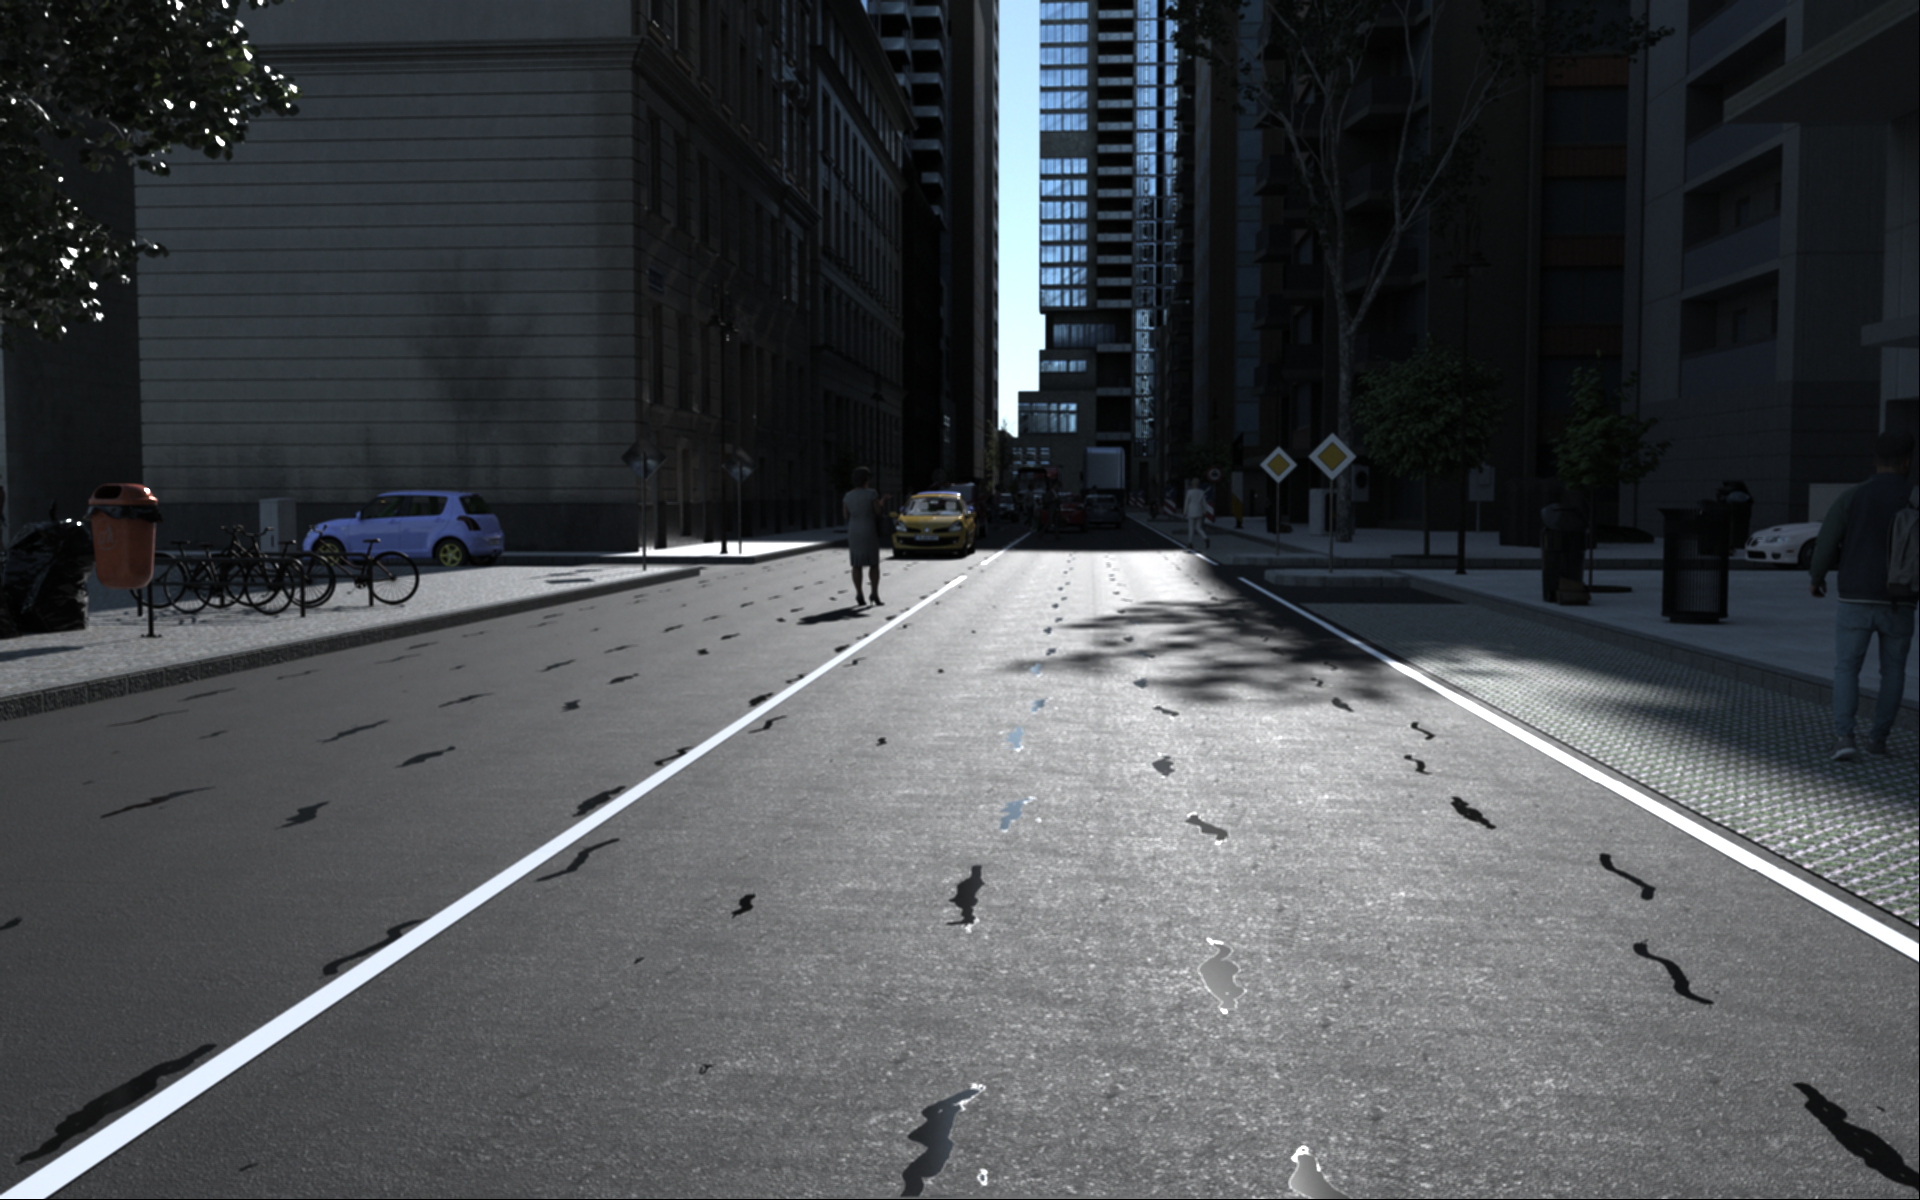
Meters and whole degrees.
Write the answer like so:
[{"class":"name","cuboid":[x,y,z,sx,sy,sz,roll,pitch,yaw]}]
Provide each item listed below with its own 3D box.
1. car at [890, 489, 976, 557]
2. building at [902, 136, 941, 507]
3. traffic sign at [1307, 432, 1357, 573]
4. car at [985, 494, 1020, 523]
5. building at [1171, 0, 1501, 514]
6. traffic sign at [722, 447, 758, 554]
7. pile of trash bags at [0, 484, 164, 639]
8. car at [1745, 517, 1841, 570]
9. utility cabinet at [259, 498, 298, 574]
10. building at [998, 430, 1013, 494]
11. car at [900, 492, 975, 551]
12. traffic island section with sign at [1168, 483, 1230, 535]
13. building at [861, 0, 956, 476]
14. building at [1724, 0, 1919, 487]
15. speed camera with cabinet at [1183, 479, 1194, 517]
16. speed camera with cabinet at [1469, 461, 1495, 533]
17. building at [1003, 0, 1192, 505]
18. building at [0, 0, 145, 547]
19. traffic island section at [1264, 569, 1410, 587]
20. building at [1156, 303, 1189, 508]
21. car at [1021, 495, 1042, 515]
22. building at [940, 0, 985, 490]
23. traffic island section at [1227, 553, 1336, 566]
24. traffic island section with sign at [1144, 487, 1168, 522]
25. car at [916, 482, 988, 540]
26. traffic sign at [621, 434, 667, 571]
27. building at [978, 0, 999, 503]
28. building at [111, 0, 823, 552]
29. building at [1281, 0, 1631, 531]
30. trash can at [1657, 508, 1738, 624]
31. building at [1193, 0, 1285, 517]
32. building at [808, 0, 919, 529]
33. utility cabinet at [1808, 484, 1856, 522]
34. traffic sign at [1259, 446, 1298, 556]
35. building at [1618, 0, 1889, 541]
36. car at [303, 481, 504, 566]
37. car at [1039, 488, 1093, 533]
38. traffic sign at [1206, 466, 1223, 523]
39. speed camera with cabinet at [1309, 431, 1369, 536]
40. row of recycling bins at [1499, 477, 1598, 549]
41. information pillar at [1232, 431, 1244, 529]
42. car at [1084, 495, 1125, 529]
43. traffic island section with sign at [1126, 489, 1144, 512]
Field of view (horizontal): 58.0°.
[{"class":"car","cuboid":[-0.580,-1.856,40.569,2.015,1.641,3.980,0,4,5]},{"class":"building","cuboid":[-7.945,-16.562,100.469,12.332,23.373,15.834,0,4,4]},{"class":"traffic sign","cuboid":[6.027,-1.496,28.105,0.795,2.450,0.064,0,4,4]},{"class":"car","cuboid":[2.087,-4.764,87.681,2.009,1.686,4.222,0,4,5]},{"class":"building","cuboid":[28.706,-29.713,140.436,22.147,44.769,28.867,0,4,4]},{"class":"traffic sign","cuboid":[-4.690,-2.036,36.930,0.795,2.450,0.064,0,4,4]},{"class":"pile of trash bags","cuboid":[-8.648,-0.371,15.822,3.447,1.369,1.912,1,4,22]},{"class":"car","cuboid":[17.263,-1.222,32.346,4.827,1.381,2.083,0,4,6]},{"class":"utility cabinet","cuboid":[-10.710,-0.981,27.196,0.306,1.237,1.020,-3,4,-37]},{"class":"building","cuboid":[-7.725,-37.992,210.401,27.495,52.752,28.713,0,4,4]},{"class":"car","cuboid":[-0.561,-2.163,44.951,1.945,1.707,3.694,0,4,4]},{"class":"traffic island section with sign","cuboid":[8.557,-3.242,61.629,1.989,1.847,2.006,0,4,4]},{"class":"building","cuboid":[-11.076,-49.813,127.120,22.319,86.520,31.000,0,4,4]},{"class":"building","cuboid":[23.482,-25.775,10.660,28.713,52.752,27.495,0,4,4]},{"class":"speed camera with cabinet","cuboid":[13.042,-6.376,98.588,0.660,3.252,2.038,0,4,6]},{"class":"speed camera with cabinet","cuboid":[17.712,-3.805,56.546,2.038,3.252,0.660,0,4,-1]},{"class":"building","cuboid":[21.211,-54.522,204.112,31.000,86.520,22.319,0,4,4]},{"class":"building","cuboid":[-29.482,-11.596,44.349,16.860,20.320,10.420,0,4,4]},{"class":"traffic island section","cuboid":[6.051,-0.361,28.181,2.009,0.180,2.903,0,4,4]},{"class":"building","cuboid":[33.829,-19.902,170.438,27.650,21.520,28.899,0,4,4]},{"class":"car","cuboid":[5.246,-6.480,118.317,2.083,1.381,4.827,0,4,3]},{"class":"building","cuboid":[-5.204,-30.634,150.977,14.600,45.320,14.200,0,4,4]},{"class":"traffic island section","cuboid":[6.645,-0.848,36.144,2.009,0.180,2.903,0,4,4]},{"class":"traffic island section with sign","cuboid":[10.567,-4.886,88.510,1.989,1.847,2.006,0,4,4]},{"class":"car","cuboid":[-0.260,-2.911,56.271,2.281,1.827,5.304,0,4,6]},{"class":"traffic sign","cuboid":[-5.284,-1.549,28.967,0.795,2.450,0.064,0,4,4]},{"class":"building","cuboid":[-10.273,-38.806,176.471,28.212,58.520,21.231,0,4,4]},{"class":"building","cuboid":[-11.825,-15.455,49.945,12.463,27.353,25.104,0,4,4]},{"class":"building","cuboid":[23.816,-25.479,71.213,22.147,44.769,28.867,0,4,4]},{"class":"trash can","cuboid":[7.330,-0.343,17.256,0.748,1.137,0.748,0,3,0]},{"class":"building","cuboid":[21.308,-27.677,102.631,14.600,45.320,14.200,0,4,4]},{"class":"building","cuboid":[-11.322,-14.953,77.766,16.112,22.955,30.059,0,4,4]},{"class":"utility cabinet","cuboid":[18.734,-1.724,36.871,1.173,1.500,0.318,2,4,34]},{"class":"traffic sign","cuboid":[6.621,-1.983,36.068,0.795,2.450,0.064,0,4,4]},{"class":"building","cuboid":[34.105,-30.649,43.104,28.212,58.520,21.231,0,4,4]},{"class":"car","cuboid":[-10.676,-1.443,33.181,3.694,1.707,1.945,0,4,6]},{"class":"car","cuboid":[3.937,-3.456,65.552,2.155,1.783,4.494,0,4,6]},{"class":"traffic sign","cuboid":[11.459,-4.764,77.993,0.768,2.556,0.104,0,4,6]},{"class":"speed camera with cabinet","cuboid":[11.743,-3.625,53.612,2.038,3.252,0.660,-2,4,-34]},{"class":"row of recycling bins","cuboid":[14.192,-2.129,41.927,1.069,1.692,3.534,-1,4,-12]},{"class":"information pillar","cuboid":[10.326,-4.468,64.405,0.504,3.616,0.183,-2,4,-33]},{"class":"car","cuboid":[5.916,-3.715,72.744,2.014,1.417,4.499,0,4,6]},{"class":"traffic island section with sign","cuboid":[14.254,-7.909,137.939,1.989,1.847,2.006,0,4,4]}]
